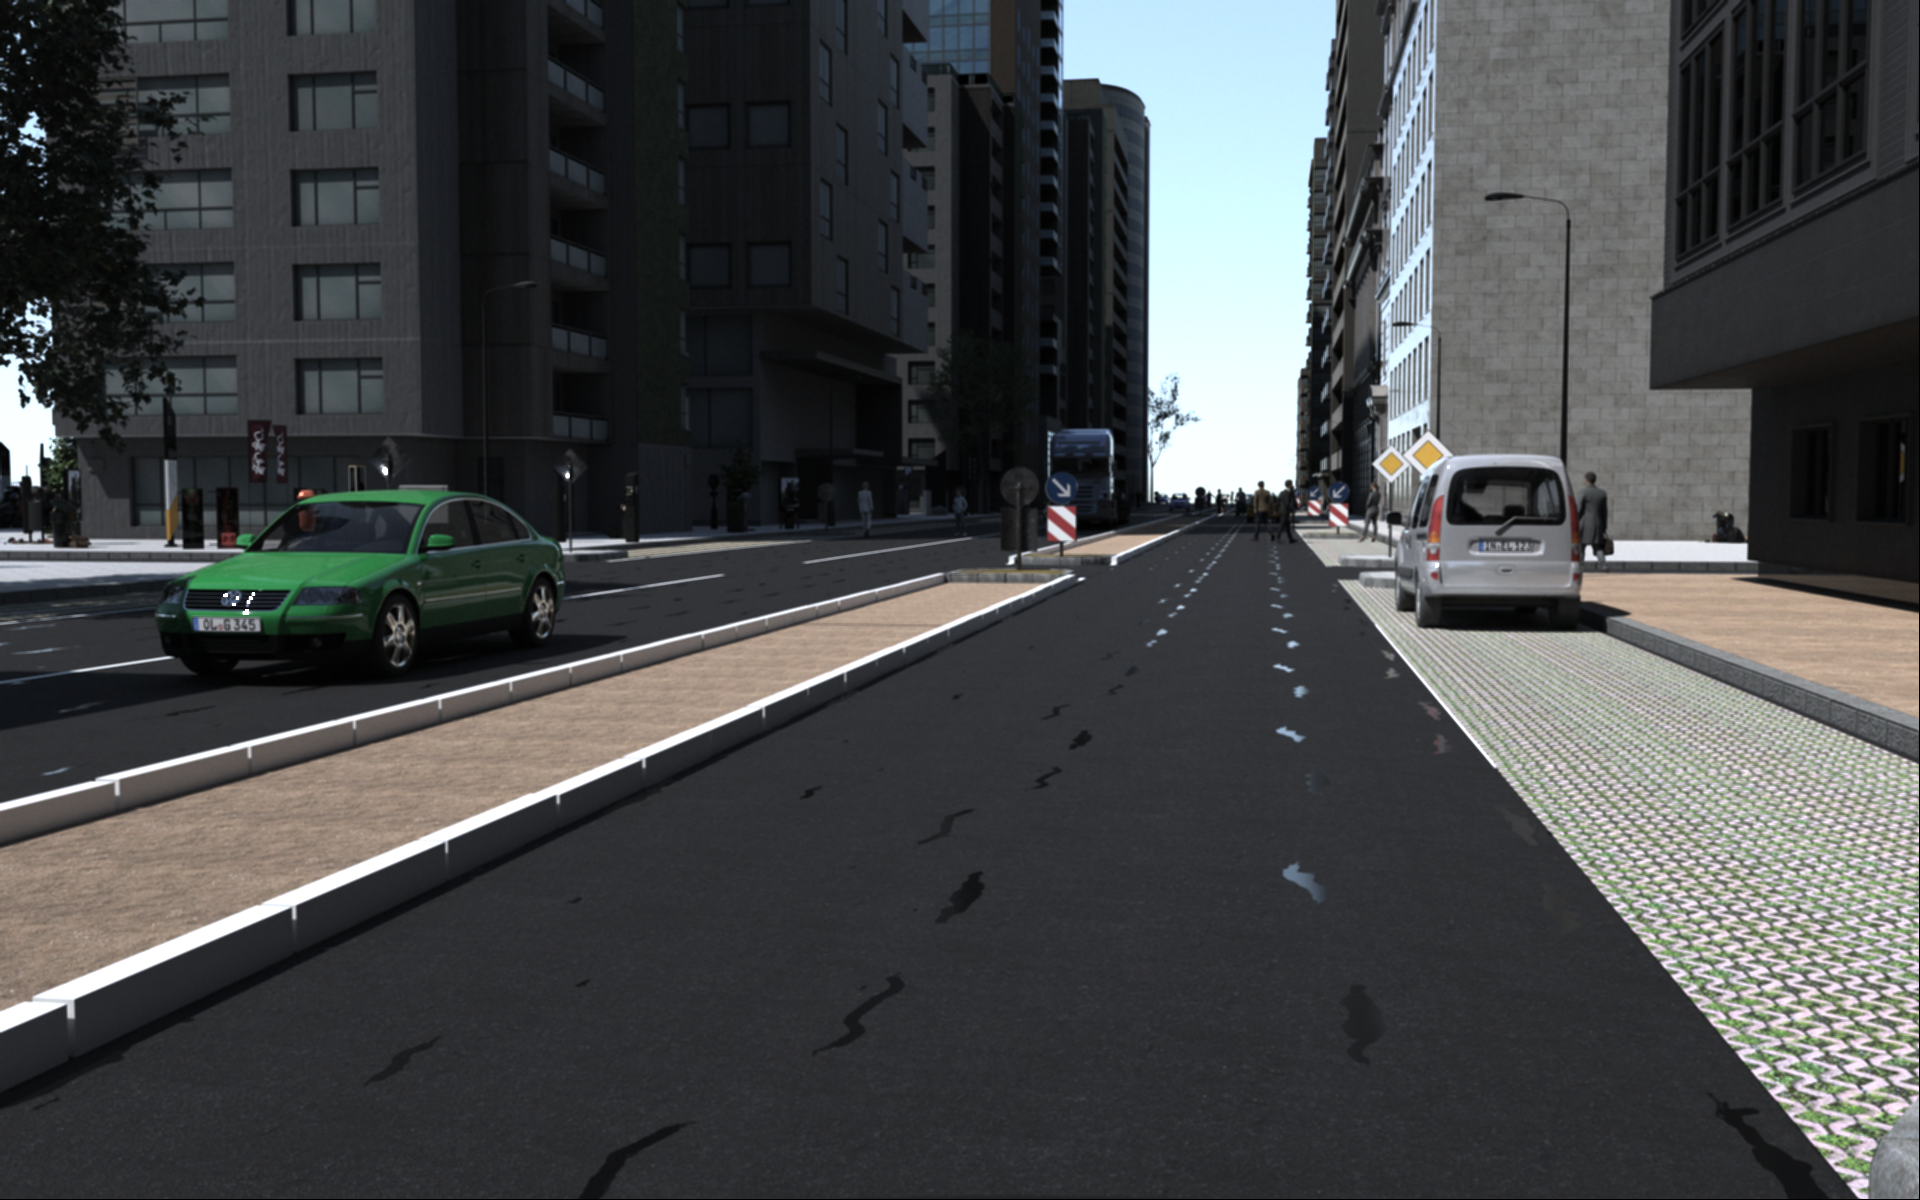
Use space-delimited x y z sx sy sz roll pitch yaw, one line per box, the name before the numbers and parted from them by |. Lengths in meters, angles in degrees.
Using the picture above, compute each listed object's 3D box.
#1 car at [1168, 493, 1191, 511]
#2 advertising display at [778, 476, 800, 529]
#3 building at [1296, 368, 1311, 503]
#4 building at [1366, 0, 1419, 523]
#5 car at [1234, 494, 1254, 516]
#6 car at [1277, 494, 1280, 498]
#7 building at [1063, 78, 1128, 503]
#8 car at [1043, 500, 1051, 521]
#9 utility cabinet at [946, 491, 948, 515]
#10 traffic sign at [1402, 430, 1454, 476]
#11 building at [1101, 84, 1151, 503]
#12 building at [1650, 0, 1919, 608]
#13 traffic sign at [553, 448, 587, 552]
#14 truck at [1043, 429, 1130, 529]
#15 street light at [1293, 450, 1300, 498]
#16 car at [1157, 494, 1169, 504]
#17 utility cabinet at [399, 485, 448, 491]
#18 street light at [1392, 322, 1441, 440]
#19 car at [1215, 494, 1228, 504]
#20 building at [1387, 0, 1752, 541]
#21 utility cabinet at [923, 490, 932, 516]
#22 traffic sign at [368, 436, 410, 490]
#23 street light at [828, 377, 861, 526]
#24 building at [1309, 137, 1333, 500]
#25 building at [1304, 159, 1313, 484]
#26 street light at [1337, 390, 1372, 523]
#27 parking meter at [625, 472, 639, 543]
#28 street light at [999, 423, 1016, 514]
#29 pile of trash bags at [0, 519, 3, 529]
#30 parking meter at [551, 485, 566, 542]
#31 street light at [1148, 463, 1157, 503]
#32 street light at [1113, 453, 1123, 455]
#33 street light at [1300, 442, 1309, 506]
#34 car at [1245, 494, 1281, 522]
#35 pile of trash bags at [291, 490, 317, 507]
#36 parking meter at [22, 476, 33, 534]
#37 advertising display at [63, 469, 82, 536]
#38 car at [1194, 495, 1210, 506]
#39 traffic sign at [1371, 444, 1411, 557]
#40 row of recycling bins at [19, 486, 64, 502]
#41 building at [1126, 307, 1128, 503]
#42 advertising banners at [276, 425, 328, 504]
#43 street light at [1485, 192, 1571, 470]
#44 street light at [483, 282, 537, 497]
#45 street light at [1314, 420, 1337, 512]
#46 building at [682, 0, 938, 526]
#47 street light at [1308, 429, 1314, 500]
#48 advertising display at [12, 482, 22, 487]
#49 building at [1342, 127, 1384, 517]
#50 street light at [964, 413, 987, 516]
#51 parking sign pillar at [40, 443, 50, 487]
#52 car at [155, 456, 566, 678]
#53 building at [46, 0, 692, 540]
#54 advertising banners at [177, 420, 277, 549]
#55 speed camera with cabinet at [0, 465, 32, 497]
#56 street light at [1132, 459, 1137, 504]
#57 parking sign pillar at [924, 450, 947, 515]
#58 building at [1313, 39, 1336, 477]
car | 18.850 -8.501 148.580 1.945 1.707 3.694 1 4 8
advertising display | -6.220 -3.541 63.117 0.123 1.923 0.974 3 5 41
building | 62.817 -24.736 249.468 27.650 21.520 28.899 1 4 10
building | 24.805 -17.566 73.113 13.634 28.700 20.117 1 4 10
car | 18.928 -6.194 113.069 2.131 1.459 4.920 1 4 10
car | 46.308 -14.671 248.674 1.959 1.807 4.718 1 4 10
building | 8.583 -35.711 207.571 21.300 48.544 21.600 1 4 10
car | 5.463 -5.013 92.182 2.015 1.641 3.980 1 4 9
utility cabinet | -1.331 -5.967 106.234 1.173 1.500 0.318 -1 4 -21
traffic sign | 7.321 -1.438 27.153 0.795 2.450 0.064 1 4 10
building | 15.599 -43.171 247.848 21.231 58.520 28.212 1 4 10
building | 15.088 -13.387 12.390 14.314 27.812 24.014 1 4 10
traffic sign | -8.568 -2.106 38.073 0.795 2.450 0.064 1 4 10
truck | 5.974 -5.360 77.387 2.967 4.110 18.799 1 4 8
street light | 36.489 -12.942 184.137 1.470 5.913 1.316 1 4 10
car | 29.666 -14.947 253.967 1.945 1.707 3.694 1 4 12
utility cabinet | -13.574 -2.152 43.861 1.173 1.500 0.318 -1 4 -12
street light | 12.340 -4.537 46.727 1.470 5.913 1.316 1 4 10
car | 39.239 -15.350 259.762 1.959 1.807 4.718 1 4 9
building | 19.719 -12.274 55.433 10.420 20.320 16.860 1 4 10
utility cabinet | -1.889 -5.625 100.642 0.318 1.500 1.173 -1 4 -11
traffic sign | -9.954 -1.625 30.208 0.795 2.450 0.064 1 4 10
street light | -4.593 -5.886 68.778 1.470 5.913 1.316 1 4 10
building | 47.748 -31.609 200.405 14.154 41.232 14.086 1 4 10
building | 55.418 -34.628 220.786 22.147 44.769 28.867 1 4 10
street light | 17.699 -6.412 77.372 1.470 5.913 1.316 1 4 10
parking meter | -8.706 -2.462 45.968 0.255 1.863 0.399 1 4 11
street light | 3.282 -8.631 113.650 1.470 5.913 1.316 1 4 10
pile of trash bags | -35.571 -3.368 64.821 3.447 1.369 1.912 3 5 40
parking meter | -10.729 -2.317 46.298 0.372 1.533 0.369 0 3 0
street light | 28.532 -17.393 256.922 1.470 5.913 1.316 1 4 10
street light | 17.723 -13.646 195.648 1.470 5.913 1.316 1 4 10
street light | 31.121 -11.067 153.493 1.470 5.913 1.316 1 4 10
car | 15.653 -4.818 88.990 2.015 1.641 3.980 1 4 12
pile of trash bags | -35.417 -4.973 91.062 1.912 1.369 3.447 1 4 12
parking meter | -30.401 -3.103 56.448 0.255 1.863 0.399 -2 4 -24
advertising display | -22.612 -2.381 44.147 0.123 1.923 0.974 -1 4 -9
car | 29.480 -12.098 210.168 2.083 1.381 4.827 1 4 11
traffic sign | 8.707 -1.919 35.018 0.795 2.450 0.064 1 4 10
row of recycling bins | -52.963 -5.701 100.317 1.069 1.692 3.534 0 4 5
building | 14.296 -27.785 225.978 14.160 30.474 14.107 1 4 10
advertising banners | -17.040 -2.971 44.762 0.090 3.025 2.074 1 4 17
street light | 8.764 -3.313 26.706 1.470 5.913 1.316 1 4 10
street light | -9.933 -4.012 38.129 1.470 5.913 1.316 1 4 10
street light | 23.020 -8.286 108.024 1.470 5.913 1.316 1 4 10
building | -16.730 -30.104 81.443 28.713 52.752 27.495 1 4 10
street light | 25.673 -9.194 122.864 1.470 5.913 1.316 1 4 10
advertising display | -50.254 -5.329 92.350 0.974 1.923 0.123 3 5 39
building | 28.403 -15.535 95.799 13.314 21.916 24.055 1 4 10
street light | 0.832 -7.760 99.411 1.470 5.913 1.316 1 4 10
parking sign pillar | -48.728 -6.348 92.258 1.447 3.967 1.447 -2 4 -31
car | -4.999 -0.380 15.006 1.959 1.807 4.718 1 4 10
building | -17.290 -22.576 52.715 14.154 41.232 14.086 1 4 10
advertising banners | -17.252 -2.721 40.681 2.074 3.025 0.090 -1 4 -23
speed camera with cabinet | -63.613 -7.495 116.879 2.038 3.252 0.660 1 4 20
street light | 23.174 -15.519 226.277 1.470 5.913 1.316 1 4 10
parking sign pillar | -1.492 -7.081 104.254 1.447 3.967 1.447 -1 4 -15
building | 46.391 -33.412 165.896 23.786 49.044 30.456 1 4 10
